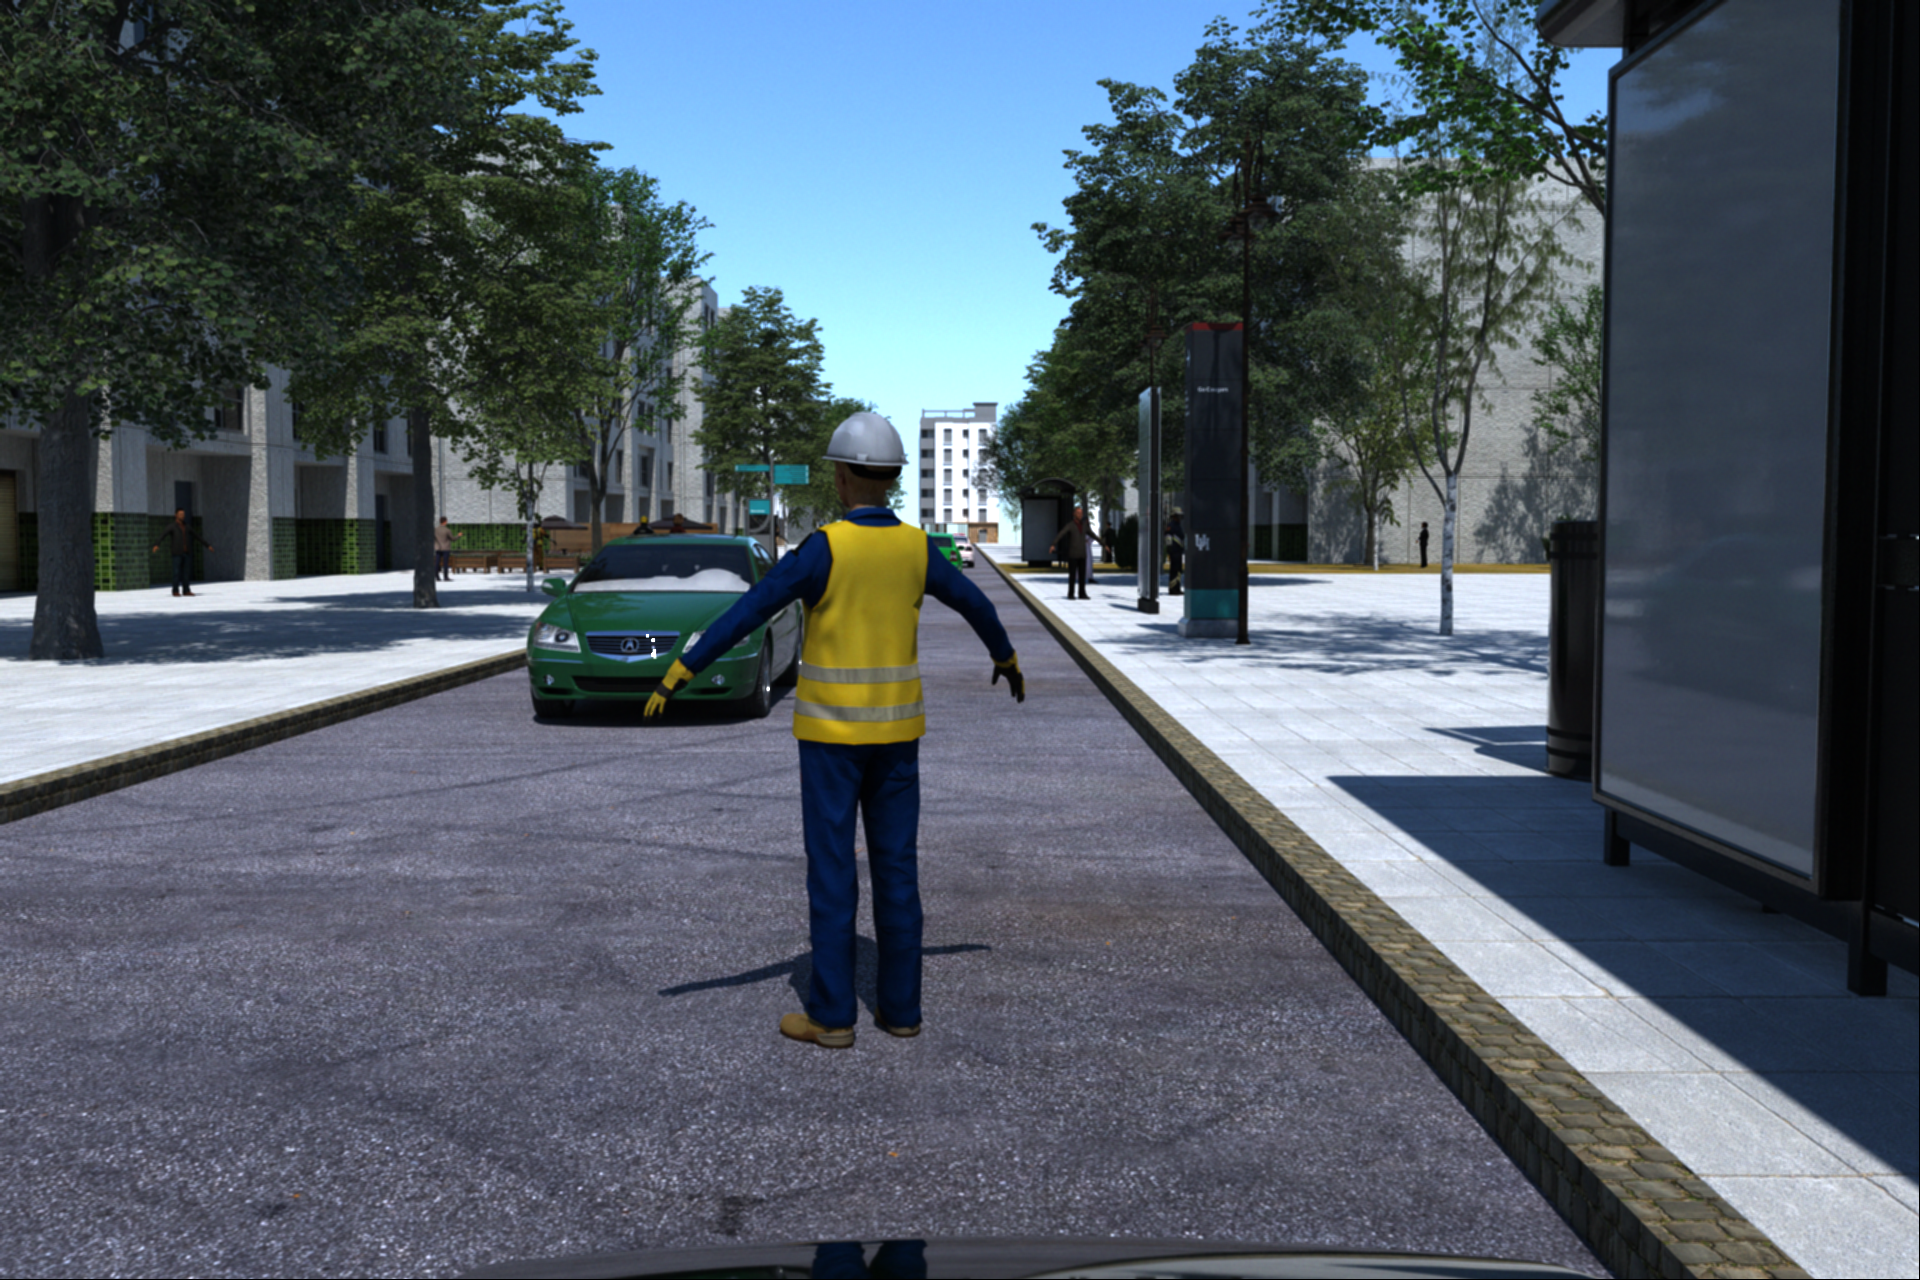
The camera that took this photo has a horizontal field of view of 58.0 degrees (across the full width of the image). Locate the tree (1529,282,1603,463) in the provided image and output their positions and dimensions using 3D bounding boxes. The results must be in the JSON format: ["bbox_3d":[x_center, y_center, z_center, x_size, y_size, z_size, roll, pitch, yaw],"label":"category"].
[{"bbox_3d":[26.928,-8.825,70.046,9.928,11.665,9.643,0,3,0],"label":"tree"}]

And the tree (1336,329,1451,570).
[{"bbox_3d":[14.914,-6.758,60.849,4.737,8.622,4.395,0,3,0],"label":"tree"}]

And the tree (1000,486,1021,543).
[{"bbox_3d":[8.372,-18.373,250.760,4.360,8.622,3.978,0,3,0],"label":"tree"}]

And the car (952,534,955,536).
[{"bbox_3d":[-1.025,-8.359,146.458,2.009,1.686,4.222,0,4,-1],"label":"car"}]

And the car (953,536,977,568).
[{"bbox_3d":[-0.309,-3.866,75.564,2.083,1.381,4.827,0,4,0],"label":"car"}]

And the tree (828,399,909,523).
[{"bbox_3d":[-9.600,-15.591,161.565,9.857,13.997,8.962,0,3,0],"label":"tree"}]

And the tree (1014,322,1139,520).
[{"bbox_3d":[6.311,-10.521,90.142,7.486,12.596,7.792,0,3,0],"label":"tree"}]

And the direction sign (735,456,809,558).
[{"bbox_3d":[-6.468,-4.366,60.153,2.525,3.948,1.411,0,4,-1],"label":"direction sign"}]

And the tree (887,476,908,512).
[{"bbox_3d":[-11.431,-19.772,249.025,9.928,11.665,9.643,0,3,0],"label":"tree"}]

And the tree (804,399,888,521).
[{"bbox_3d":[-8.844,-12.644,132.489,9.928,11.665,9.643,0,3,0],"label":"tree"}]

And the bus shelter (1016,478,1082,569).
[{"bbox_3d":[3.266,-4.338,64.858,2.014,3.302,5.546,0,4,-2],"label":"bus shelter"}]

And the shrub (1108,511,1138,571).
[{"bbox_3d":[6.079,-3.461,60.621,1.661,2.075,1.752,0,3,0],"label":"shrub"}]

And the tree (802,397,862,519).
[{"bbox_3d":[-9.906,-13.806,143.850,7.486,12.596,7.792,0,3,0],"label":"tree"}]

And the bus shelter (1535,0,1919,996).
[{"bbox_3d":[3.293,-1.682,5.138,2.179,5.291,8.768,0,4,0],"label":"bus shelter"}]

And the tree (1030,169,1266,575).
[{"bbox_3d":[6.101,-8.367,54.923,7.486,12.596,7.792,0,3,0],"label":"tree"}]

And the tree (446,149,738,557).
[{"bbox_3d":[-9.760,-7.380,46.422,9.928,11.665,9.643,0,3,0],"label":"tree"}]

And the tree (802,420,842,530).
[{"bbox_3d":[-8.766,-9.700,108.955,4.737,8.622,4.395,0,3,0],"label":"tree"}]

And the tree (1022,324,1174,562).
[{"bbox_3d":[6.777,-9.344,78.533,9.928,11.665,9.643,0,3,0],"label":"tree"}]

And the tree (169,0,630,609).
[{"bbox_3d":[-9.703,-6.821,29.645,7.486,12.596,7.792,0,3,0],"label":"tree"}]

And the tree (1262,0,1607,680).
[{"bbox_3d":[5.784,-5.414,14.267,9.928,11.665,9.643,0,3,0],"label":"tree"}]

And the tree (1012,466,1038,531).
[{"bbox_3d":[6.098,-11.726,142.076,4.360,8.622,3.978,0,3,0],"label":"tree"}]

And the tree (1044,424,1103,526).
[{"bbox_3d":[6.643,-9.442,104.741,4.737,8.622,4.395,0,3,0],"label":"tree"}]

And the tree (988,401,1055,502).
[{"bbox_3d":[6.012,-12.734,133.951,9.928,11.665,9.643,0,3,0],"label":"tree"}]

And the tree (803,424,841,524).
[{"bbox_3d":[-9.297,-10.033,114.400,4.737,8.622,4.395,0,3,0],"label":"tree"}]

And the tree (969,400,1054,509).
[{"bbox_3d":[5.903,-15.104,157.316,12.009,13.543,11.850,0,3,0],"label":"tree"}]

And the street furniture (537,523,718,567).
[{"bbox_3d":[-13.769,-3.820,69.303,9.812,1.723,11.010,-3,5,-42],"label":"street furniture"}]

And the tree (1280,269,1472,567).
[{"bbox_3d":[16.244,-8.730,68.487,9.928,11.665,9.643,0,3,0],"label":"tree"}]

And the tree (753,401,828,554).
[{"bbox_3d":[-9.149,-8.738,93.230,4.737,8.622,4.395,0,3,0],"label":"tree"}]

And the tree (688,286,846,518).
[{"bbox_3d":[-9.170,-9.897,79.947,7.486,12.596,7.792,0,3,0],"label":"tree"}]

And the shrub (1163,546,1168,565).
[{"bbox_3d":[7.698,-3.470,67.855,1.383,1.207,1.383,0,3,0],"label":"shrub"}]

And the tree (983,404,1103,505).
[{"bbox_3d":[5.944,-10.967,113.716,8.767,10.594,7.601,-1,4,-13],"label":"tree"}]

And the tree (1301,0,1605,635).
[{"bbox_3d":[6.138,-4.359,21.634,4.360,8.622,3.978,0,3,0],"label":"tree"}]

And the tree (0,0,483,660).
[{"bbox_3d":[-9.347,-6.785,17.583,9.857,13.997,8.962,0,3,0],"label":"tree"}]

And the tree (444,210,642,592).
[{"bbox_3d":[-9.327,-5.376,38.253,4.737,8.622,4.395,0,3,0],"label":"tree"}]

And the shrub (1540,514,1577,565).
[{"bbox_3d":[22.348,-3.660,63.889,1.661,2.075,1.752,0,3,0],"label":"shrub"}]

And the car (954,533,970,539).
[{"bbox_3d":[-0.177,-9.110,157.980,2.155,1.783,4.494,0,4,-1],"label":"car"}]

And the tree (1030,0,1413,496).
[{"bbox_3d":[6.481,-8.316,42.621,9.857,13.997,8.962,0,3,0],"label":"tree"}]
